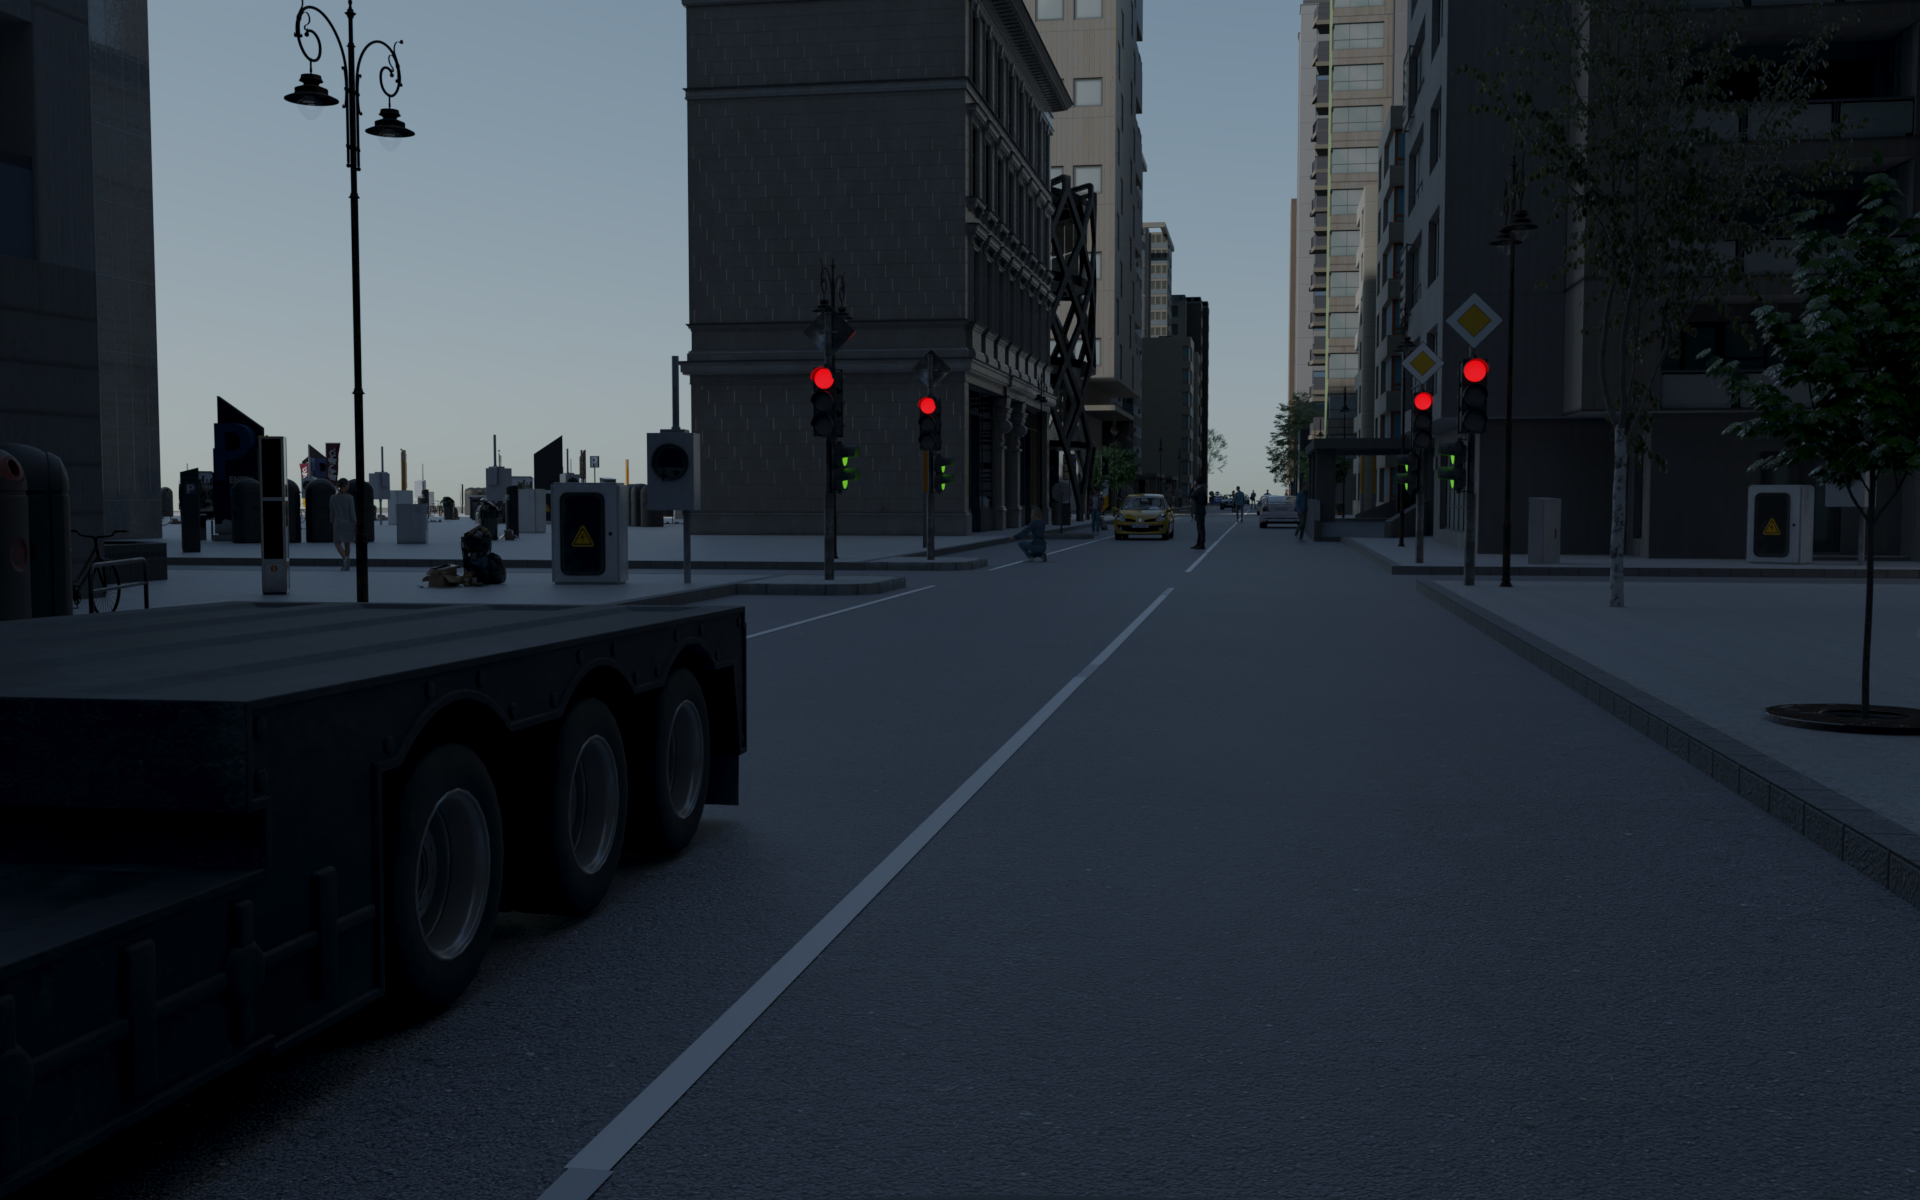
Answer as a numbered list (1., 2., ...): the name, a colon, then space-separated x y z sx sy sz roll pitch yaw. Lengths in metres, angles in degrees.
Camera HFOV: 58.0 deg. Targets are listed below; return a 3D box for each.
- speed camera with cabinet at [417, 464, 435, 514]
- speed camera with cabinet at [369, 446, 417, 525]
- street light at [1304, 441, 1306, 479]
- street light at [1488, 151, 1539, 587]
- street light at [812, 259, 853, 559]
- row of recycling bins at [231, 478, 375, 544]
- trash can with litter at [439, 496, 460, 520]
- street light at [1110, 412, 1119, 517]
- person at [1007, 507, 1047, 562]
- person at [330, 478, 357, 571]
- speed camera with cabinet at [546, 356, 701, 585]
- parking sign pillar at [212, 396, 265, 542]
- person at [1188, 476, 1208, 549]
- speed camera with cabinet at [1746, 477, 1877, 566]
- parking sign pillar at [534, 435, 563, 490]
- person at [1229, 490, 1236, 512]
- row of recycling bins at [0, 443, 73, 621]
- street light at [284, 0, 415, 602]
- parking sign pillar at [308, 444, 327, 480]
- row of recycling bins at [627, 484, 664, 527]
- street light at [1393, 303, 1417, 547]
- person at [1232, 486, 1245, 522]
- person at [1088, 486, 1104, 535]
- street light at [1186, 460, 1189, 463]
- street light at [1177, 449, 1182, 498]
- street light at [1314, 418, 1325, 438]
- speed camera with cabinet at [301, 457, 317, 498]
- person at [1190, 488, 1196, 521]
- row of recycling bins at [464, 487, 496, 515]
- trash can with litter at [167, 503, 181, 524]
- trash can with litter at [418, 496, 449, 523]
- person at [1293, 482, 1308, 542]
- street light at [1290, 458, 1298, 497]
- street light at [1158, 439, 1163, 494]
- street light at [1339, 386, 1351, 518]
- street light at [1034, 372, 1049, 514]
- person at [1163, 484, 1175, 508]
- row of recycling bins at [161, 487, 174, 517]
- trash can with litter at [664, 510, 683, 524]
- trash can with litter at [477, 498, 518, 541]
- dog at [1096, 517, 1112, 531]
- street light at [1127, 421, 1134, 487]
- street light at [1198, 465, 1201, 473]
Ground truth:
1. speed camera with cabinet: -35.099 -7.286 113.455 0.660 3.252 2.038 0 4 4
2. speed camera with cabinet: -23.807 -4.779 72.474 0.660 3.252 2.038 2 4 24
3. street light: 29.665 -10.790 149.200 0.468 5.910 1.993 1 4 10
4. street light: 7.554 -3.119 23.781 0.468 5.910 1.993 1 4 10
5. street light: -2.502 -3.759 34.255 0.468 5.910 1.993 1 4 10
6. row of recycling bins: -17.330 -2.364 45.761 3.534 1.692 1.069 -2 4 -27
7. trash can with litter: -25.269 -4.555 85.855 0.624 1.170 1.055 1 4 15
8. street light: 8.726 -7.656 97.971 0.468 5.910 1.993 1 4 10
9. person: 1.452 -1.383 36.610 1.012 1.151 0.738 -3 5 -43
10. person: -11.278 -1.377 31.763 0.466 1.731 0.760 -3 4 -36
11. speed camera with cabinet: -4.765 -1.857 24.692 2.038 3.252 0.660 0 4 2
12. parking sign pillar: -19.709 -3.602 47.366 1.447 3.967 1.447 0 4 8
13. person: 6.177 -2.276 45.070 0.474 1.900 0.648 1 4 17
14. speed camera with cabinet: 15.443 -2.268 31.418 0.660 3.252 2.038 -3 5 -42
15. parking sign pillar: -18.719 -5.527 78.832 1.447 3.967 1.447 -1 4 -9
16. person: 21.648 -7.787 136.534 1.217 1.743 0.721 -2 4 -35
17. row of recycling bins: -7.468 -0.343 12.718 1.069 1.692 3.534 -1 4 -11
18. street light: -5.692 -2.664 16.344 0.468 5.910 1.993 1 4 10
19. parking sign pillar: -34.612 -6.446 93.868 1.447 3.967 1.447 2 4 34
20. row of recycling bins: -12.651 -3.766 68.691 1.069 1.692 3.534 -2 4 -27
21. street light: 10.793 -4.243 42.163 0.468 5.910 1.993 1 4 10
22. person: 14.144 -4.862 87.861 0.638 1.841 0.748 0 4 8
23. person: 4.781 -3.144 60.735 0.563 1.720 0.643 1 4 20
24. street light: 25.130 -13.380 191.557 0.468 5.910 1.993 1 4 10
25. street light: 22.021 -12.285 173.651 0.468 5.910 1.993 1 4 10
26. street light: 21.964 -8.128 105.672 0.468 5.910 1.993 1 4 10
27. speed camera with cabinet: -35.115 -5.947 91.565 2.038 3.252 0.660 0 4 -4
28. person: 12.489 -5.029 91.209 0.782 1.767 0.515 -1 4 -11
29. row of recycling bins: -29.326 -6.054 106.101 1.069 1.692 3.534 0 4 7
30. trash can with litter: -33.134 -3.811 73.703 0.624 1.170 1.055 3 4 36
31. trash can with litter: -24.101 -4.118 78.393 2.233 1.210 1.678 2 4 26
32. person: 10.203 -2.625 51.765 0.601 1.785 0.444 -3 5 -39
33. street light: 38.485 -13.849 199.210 0.468 5.910 1.993 1 4 10
34. street light: 16.439 -10.343 141.896 0.468 5.910 1.993 1 4 10
35. street light: 16.400 -6.185 73.914 0.468 5.910 1.993 1 4 10
36. street light: 3.094 -5.702 66.008 0.468 5.910 1.993 1 4 10
37. person: 6.969 -2.977 57.719 0.362 1.759 0.519 -1 4 -17
38. row of recycling bins: -46.427 -5.557 97.963 3.534 1.692 1.069 -1 4 -21
39. trash can with litter: -12.123 -3.821 73.525 2.233 1.210 1.678 1 4 15
40. trash can with litter: -12.816 -2.239 48.001 1.055 1.170 0.624 -2 4 -23
41. dog: 5.640 -3.144 68.238 0.800 0.831 0.513 2 4 33
42. street light: 10.820 -8.401 110.147 0.468 5.910 1.993 1 4 10
43. street light: 30.929 -15.370 224.094 0.468 5.910 1.993 1 4 10
